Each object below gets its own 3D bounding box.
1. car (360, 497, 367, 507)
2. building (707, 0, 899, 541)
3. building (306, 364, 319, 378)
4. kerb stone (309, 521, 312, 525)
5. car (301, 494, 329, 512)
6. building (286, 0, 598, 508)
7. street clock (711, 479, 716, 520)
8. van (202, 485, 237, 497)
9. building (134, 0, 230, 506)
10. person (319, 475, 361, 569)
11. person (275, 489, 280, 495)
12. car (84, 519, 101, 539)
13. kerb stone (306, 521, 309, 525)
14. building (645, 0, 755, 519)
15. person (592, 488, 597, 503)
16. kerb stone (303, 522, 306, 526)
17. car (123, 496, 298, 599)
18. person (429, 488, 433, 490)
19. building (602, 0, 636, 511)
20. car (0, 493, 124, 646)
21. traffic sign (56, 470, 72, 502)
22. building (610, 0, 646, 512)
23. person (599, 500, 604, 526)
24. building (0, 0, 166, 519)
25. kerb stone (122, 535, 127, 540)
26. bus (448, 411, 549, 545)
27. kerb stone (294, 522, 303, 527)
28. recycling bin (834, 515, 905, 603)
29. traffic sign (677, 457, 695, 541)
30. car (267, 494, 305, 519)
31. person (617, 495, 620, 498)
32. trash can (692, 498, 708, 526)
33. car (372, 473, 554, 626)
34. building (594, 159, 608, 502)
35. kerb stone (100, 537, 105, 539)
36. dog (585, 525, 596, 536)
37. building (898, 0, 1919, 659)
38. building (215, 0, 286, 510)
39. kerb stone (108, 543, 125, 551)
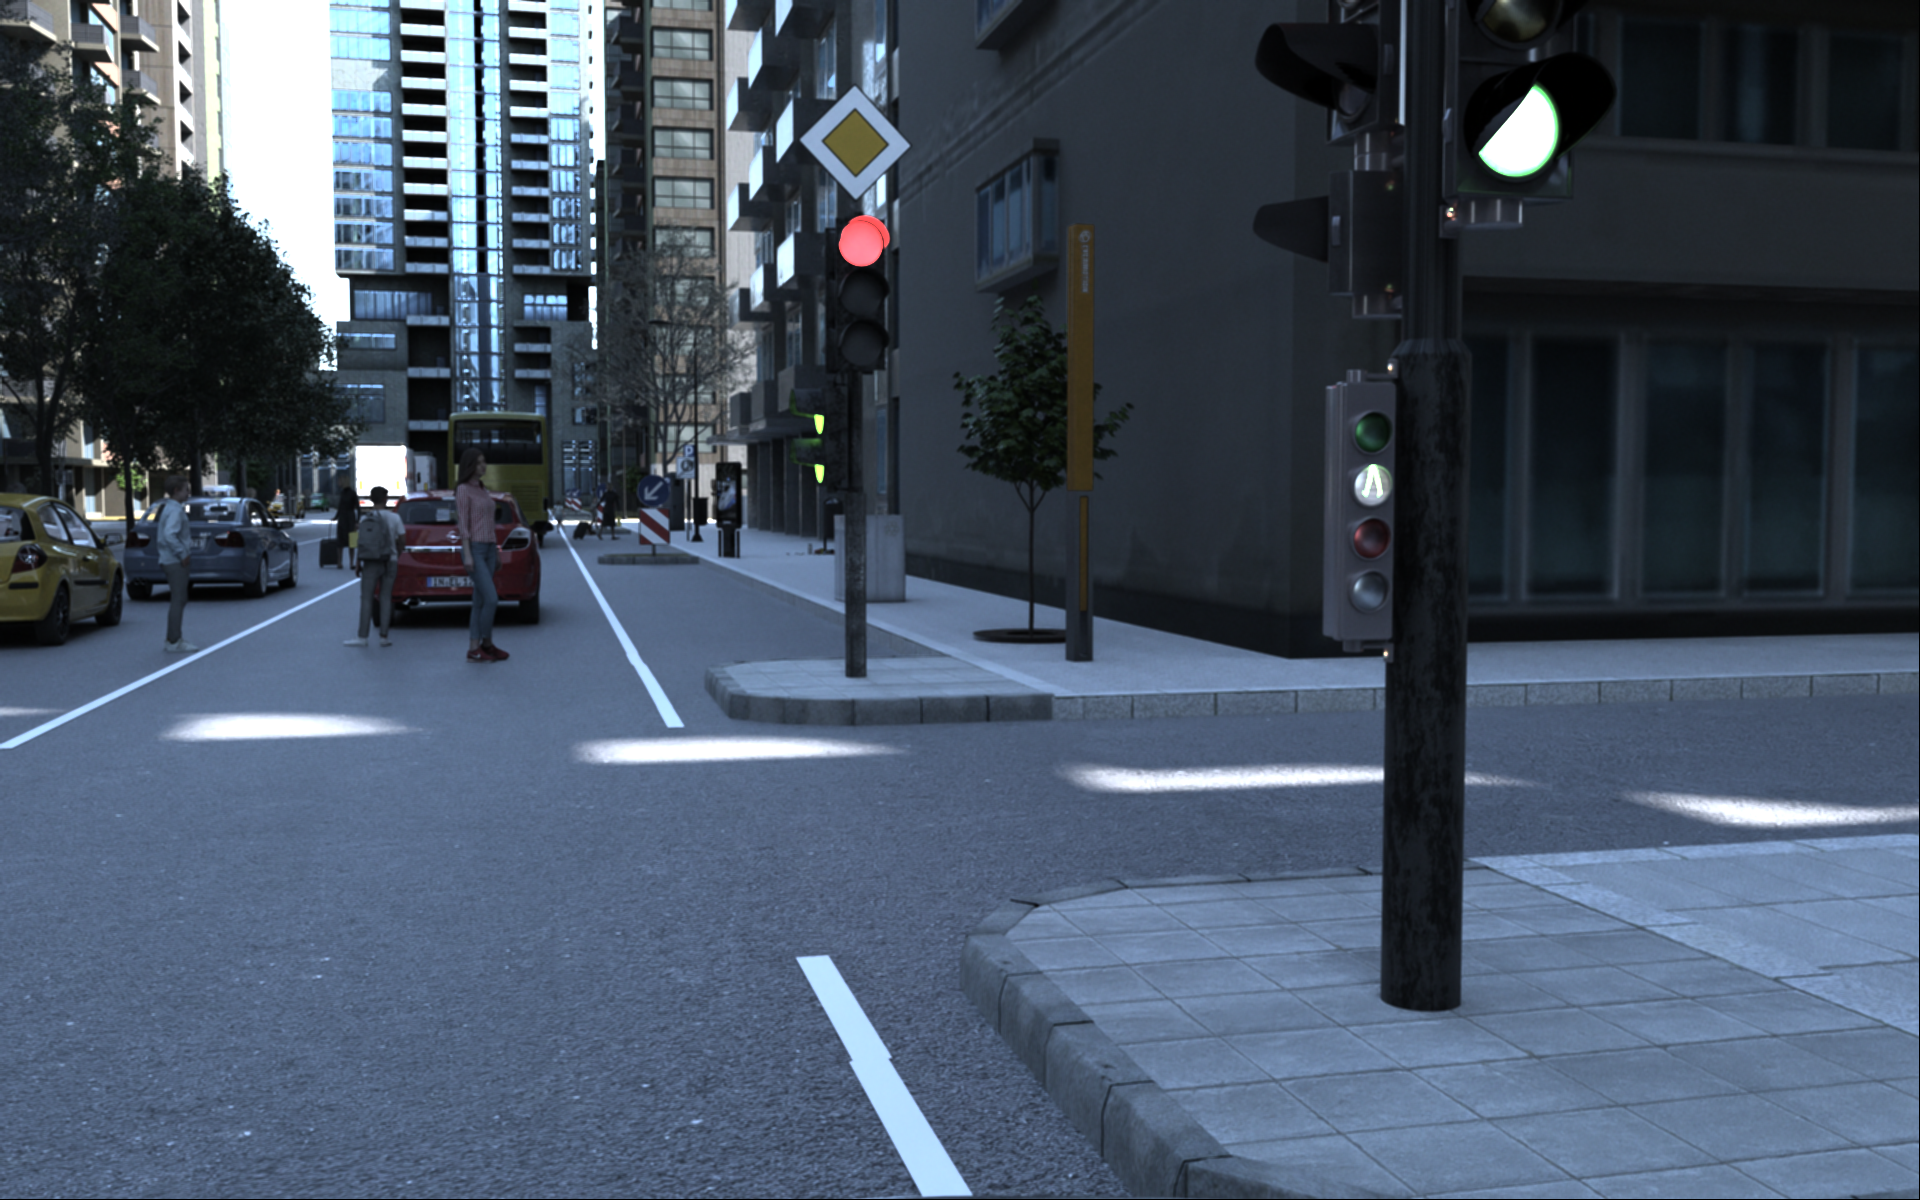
[{"bbox_3d":[-51.653,-8.529,152.031,1.945,1.354,3.894,-1,4,-12],"label":"car"},{"bbox_3d":[4.494,-26.634,55.071,23.786,49.044,30.456,-1,4,-14],"label":"building"},{"bbox_3d":[-80.329,-19.989,171.864,28.899,21.520,27.650,-1,4,-14],"label":"building"},{"bbox_3d":[-30.188,-3.535,80.022,0.120,0.150,1.000,-1,4,-14],"label":"kerb stone"},{"bbox_3d":[-51.642,-7.944,138.683,1.959,1.807,4.718,-1,4,-13],"label":"car"},{"bbox_3d":[-50.206,-52.659,173.642,31.000,86.520,22.319,-1,4,-14],"label":"building"},{"bbox_3d":[-11.955,-4.875,84.278,0.358,2.002,0.471,-1,4,-20],"label":"street clock"},{"bbox_3d":[-33.866,-4.387,78.746,2.013,2.044,4.112,-1,4,-15],"label":"van"},{"bbox_3d":[-56.582,-26.225,112.375,14.154,41.232,14.086,-1,4,-14],"label":"building"},{"bbox_3d":[-11.880,-1.505,33.332,0.699,1.804,1.509,-2,4,-28],"label":"person"},{"bbox_3d":[-45.078,-6.455,114.763,0.721,1.743,1.217,-1,4,-11],"label":"person"},{"bbox_3d":[-15.441,-0.973,28.267,2.083,1.381,4.827,-1,4,-13],"label":"car"},{"bbox_3d":[-29.944,-3.471,79.023,0.120,0.150,1.000,-1,4,-14],"label":"kerb stone"},{"bbox_3d":[-10.557,-19.921,97.414,14.160,30.474,14.107,-1,4,-14],"label":"building"},{"bbox_3d":[-29.891,-8.278,141.465,0.705,1.814,1.350,0,4,-5],"label":"person"},{"bbox_3d":[-29.710,-3.413,78.028,0.120,0.150,1.000,-1,4,-14],"label":"kerb stone"},{"bbox_3d":[-10.756,-0.796,25.013,2.014,1.417,4.499,-1,4,-13],"label":"car"},{"bbox_3d":[-34.179,-6.321,111.925,0.705,1.814,1.350,3,4,37],"label":"person"},{"bbox_3d":[-21.416,-27.869,139.257,14.154,41.232,14.086,-1,4,-14],"label":"building"},{"bbox_3d":[-9.694,-0.448,17.541,2.015,1.641,3.980,-1,4,-15],"label":"car"},{"bbox_3d":[-37.482,-4.305,72.510,0.606,2.300,0.079,-1,4,-12],"label":"traffic sign"},{"bbox_3d":[-12.370,-28.412,119.157,22.147,44.769,28.867,-1,4,-14],"label":"building"},{"bbox_3d":[-15.862,-4.165,77.143,0.519,1.759,0.362,-3,5,-42],"label":"person"},{"bbox_3d":[-55.255,-26.661,90.530,22.147,44.769,28.867,-1,4,-14],"label":"building"},{"bbox_3d":[-26.160,-1.976,54.543,0.120,0.150,1.000,-1,4,-14],"label":"kerb stone"},{"bbox_3d":[-13.537,-3.621,50.753,2.896,3.916,12.252,-1,4,-15],"label":"bus"},{"bbox_3d":[-29.461,-3.354,77.035,0.120,0.150,1.000,-1,4,-14],"label":"kerb stone"},{"bbox_3d":[-1.081,-0.500,20.730,0.722,1.027,0.722,-1,4,-17],"label":"recycling bin"},{"bbox_3d":[-7.440,-2.764,47.314,0.606,2.300,0.079,-1,4,-12],"label":"traffic sign"},{"bbox_3d":[-39.477,-5.582,101.488,2.015,1.641,3.980,-1,4,-15],"label":"car"},{"bbox_3d":[-22.846,-6.520,113.377,1.217,1.736,0.721,0,4,-5],"label":"person"},{"bbox_3d":[-10.596,-3.608,70.650,0.748,1.137,0.748,0,3,0],"label":"trash can"},{"bbox_3d":[-5.883,-0.695,20.406,2.155,1.783,4.494,-1,4,-14],"label":"car"},{"bbox_3d":[-25.140,-23.350,153.479,14.160,30.474,14.107,-1,4,-14],"label":"building"},{"bbox_3d":[-25.435,-1.796,51.562,0.120,0.150,1.000,-1,4,-14],"label":"kerb stone"},{"bbox_3d":[-12.881,-2.441,60.110,0.550,0.427,0.748,1,4,9],"label":"dog"},{"bbox_3d":[10.252,-24.531,24.782,21.600,48.544,21.300,-1,4,-14],"label":"building"},{"bbox_3d":[-71.103,-50.390,136.549,31.000,86.520,22.319,-1,4,-14],"label":"building"},{"bbox_3d":[-21.465,-1.338,44.106,0.120,0.150,1.000,-1,4,-14],"label":"kerb stone"}]
